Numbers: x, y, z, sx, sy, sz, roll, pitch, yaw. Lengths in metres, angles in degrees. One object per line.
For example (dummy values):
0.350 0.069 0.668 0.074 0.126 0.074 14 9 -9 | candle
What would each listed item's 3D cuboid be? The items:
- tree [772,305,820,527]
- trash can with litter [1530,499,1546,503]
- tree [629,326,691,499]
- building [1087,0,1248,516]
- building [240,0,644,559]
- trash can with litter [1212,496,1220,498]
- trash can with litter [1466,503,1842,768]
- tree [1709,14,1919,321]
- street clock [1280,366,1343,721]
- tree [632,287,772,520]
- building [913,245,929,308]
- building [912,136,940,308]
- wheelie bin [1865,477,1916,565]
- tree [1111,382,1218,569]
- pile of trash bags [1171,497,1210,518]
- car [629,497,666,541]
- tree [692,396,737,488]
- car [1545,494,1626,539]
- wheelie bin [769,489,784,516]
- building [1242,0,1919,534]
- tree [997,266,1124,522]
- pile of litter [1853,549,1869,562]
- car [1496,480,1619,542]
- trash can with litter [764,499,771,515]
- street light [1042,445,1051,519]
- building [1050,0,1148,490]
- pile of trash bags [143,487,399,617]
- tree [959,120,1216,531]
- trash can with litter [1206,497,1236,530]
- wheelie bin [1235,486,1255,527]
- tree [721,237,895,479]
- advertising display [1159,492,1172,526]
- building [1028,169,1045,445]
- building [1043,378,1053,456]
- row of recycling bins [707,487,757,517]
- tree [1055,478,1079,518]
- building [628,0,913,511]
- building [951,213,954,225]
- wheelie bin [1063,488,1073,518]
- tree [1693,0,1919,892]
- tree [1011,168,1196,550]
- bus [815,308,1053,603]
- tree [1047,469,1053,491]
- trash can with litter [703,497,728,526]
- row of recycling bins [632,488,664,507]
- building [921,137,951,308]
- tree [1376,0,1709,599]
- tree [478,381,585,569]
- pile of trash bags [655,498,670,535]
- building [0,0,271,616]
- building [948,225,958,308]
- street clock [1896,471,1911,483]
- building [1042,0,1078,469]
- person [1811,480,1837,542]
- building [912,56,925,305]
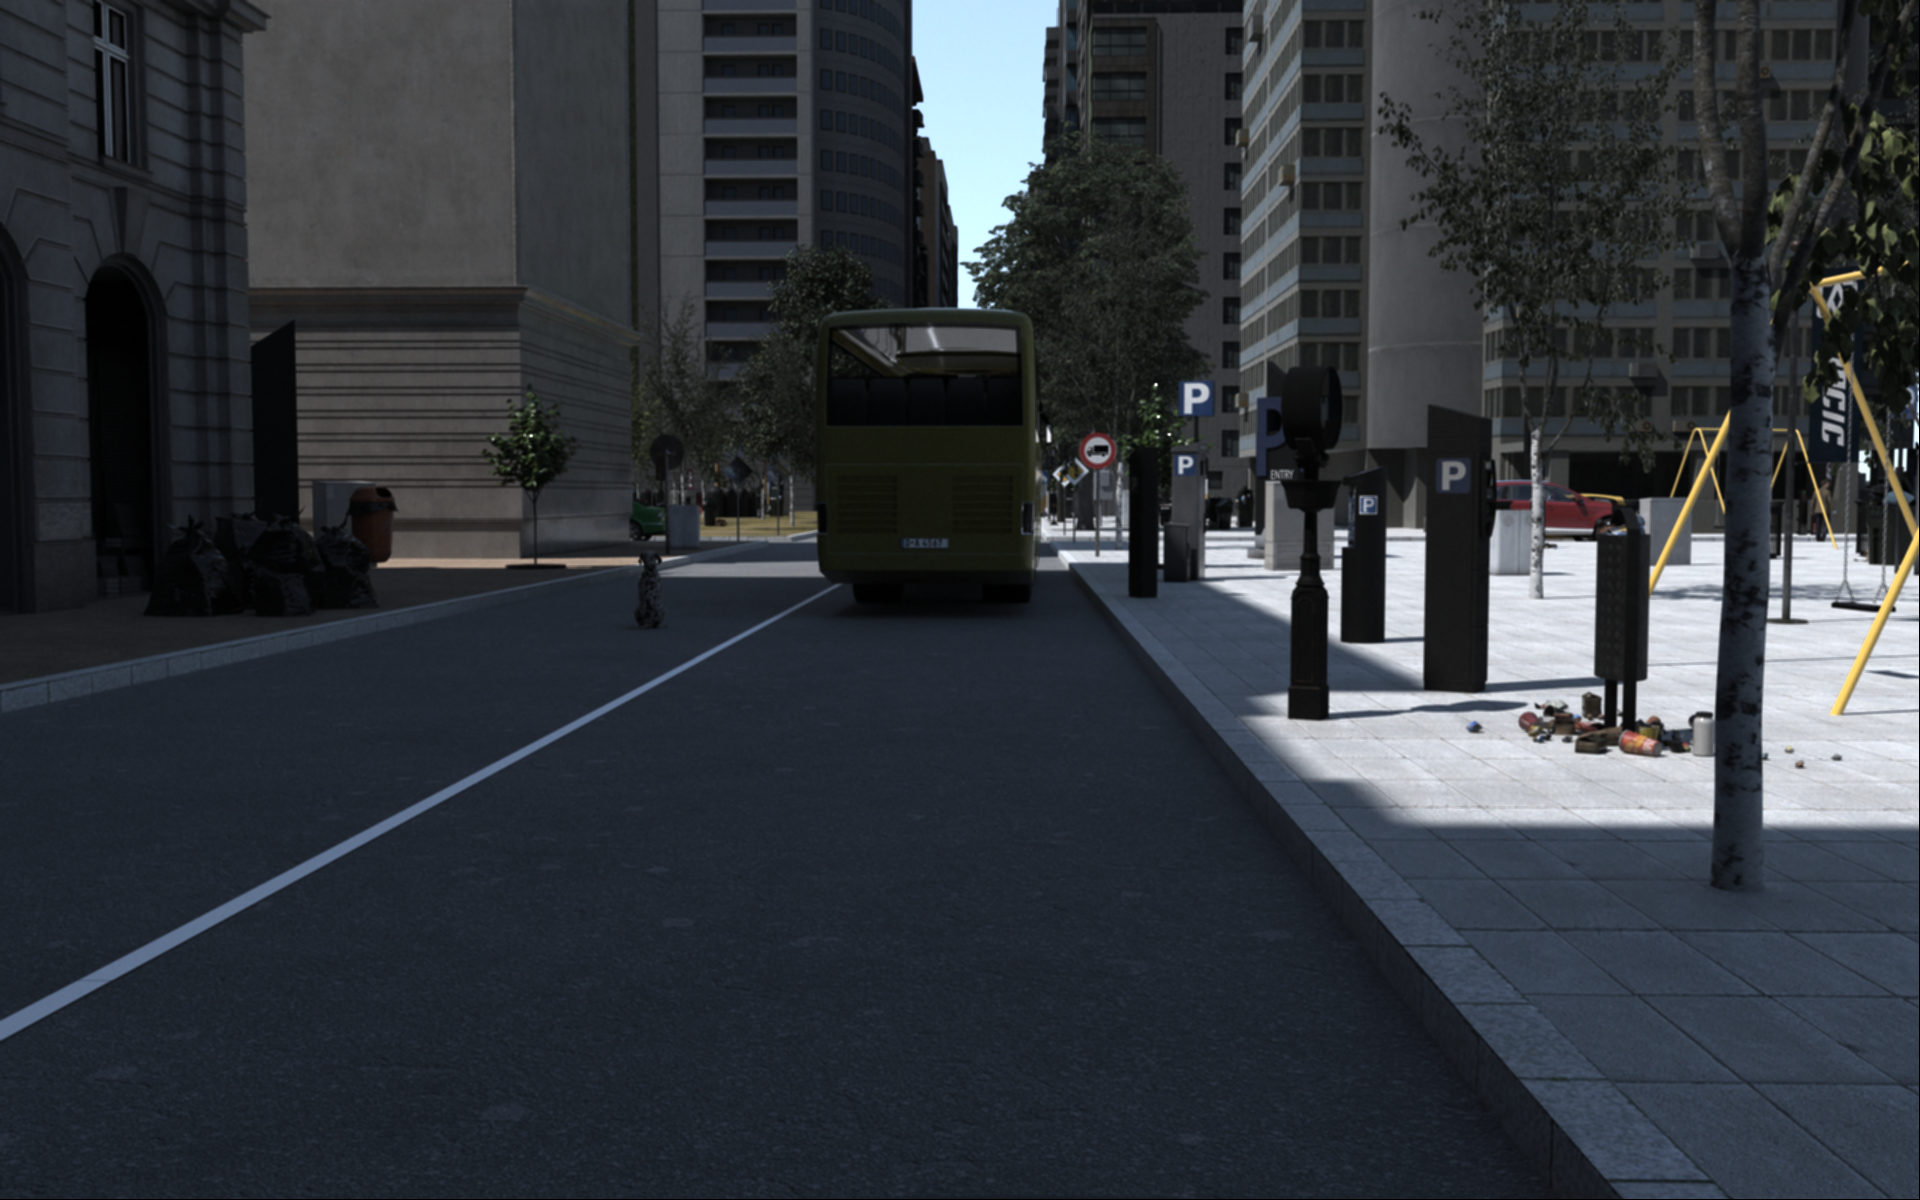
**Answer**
-6.400 -7.210 68.245 4.360 8.622 3.978 0 3 0 | tree
13.366 -1.836 41.075 2.233 1.210 1.678 -3 4 -36 | trash can with litter
-14.695 -7.601 74.638 4.737 8.622 4.395 0 3 0 | tree
14.688 -20.420 105.566 14.160 30.474 14.107 0 4 2 | building
-18.306 -12.398 38.864 21.152 22.565 11.583 0 4 2 | building
10.897 -3.967 75.919 2.233 1.210 1.678 -3 5 -45 | trash can with litter
3.574 0.110 9.256 1.678 1.210 2.233 1 4 11 | trash can with litter
12.876 -4.425 22.718 4.360 8.622 3.978 0 3 0 | tree
1.996 -0.324 9.863 0.358 2.002 0.471 2 4 27 | street clock
-9.780 -6.831 62.056 4.360 8.622 3.978 0 3 0 | tree
-10.767 -25.780 193.207 14.160 30.474 14.107 0 4 2 | building
-9.759 -34.894 220.631 14.600 45.320 14.200 0 4 2 | building
16.872 -1.435 31.366 0.693 1.594 0.980 -1 4 -15 | wheelie bin
3.369 -2.174 30.152 1.663 3.219 1.824 0 3 0 | tree
12.669 -5.089 92.960 3.447 1.369 1.912 0 4 -7 | pile of trash bags
-10.817 -2.557 50.611 4.718 1.807 1.959 0 4 1 | car
-17.891 -10.691 125.155 4.737 8.622 4.395 0 3 0 | tree
17.616 -2.454 50.342 3.980 1.641 2.015 0 4 3 | car
-10.522 -5.595 99.383 0.980 1.594 0.693 2 4 35 | wheelie bin
24.498 -23.178 70.845 23.993 40.220 32.217 0 4 2 | building
4.420 -9.346 78.558 9.928 11.665 9.643 0 3 0 | tree
17.912 -1.176 33.190 1.719 0.858 1.176 0 4 -5 | pile of litter
16.079 -2.413 48.130 5.304 1.827 2.281 0 4 0 | car
-12.035 -5.844 106.934 1.055 1.170 0.624 -2 4 -25 | trash can with litter
4.620 -7.129 89.342 0.468 5.910 1.993 0 4 2 | street light
17.712 -42.768 137.514 20.563 71.187 20.611 0 4 2 | building
-7.458 -0.605 19.642 1.912 1.369 3.447 1 4 13 | pile of trash bags
4.509 -9.427 60.794 9.857 13.997 8.962 0 3 0 | tree
9.360 -3.118 62.363 1.055 1.170 0.624 -2 4 -30 | trash can with litter
11.060 -3.623 67.152 0.693 1.594 0.980 0 4 -2 | wheelie bin
-5.909 -9.818 77.528 9.611 12.733 9.660 0 3 0 | tree
8.267 -3.951 69.820 0.974 1.923 0.123 1 4 22 | advertising display
25.206 -41.843 273.375 28.713 52.752 27.495 0 4 2 | building
17.624 -27.513 221.540 14.160 30.474 14.107 0 4 2 | building
-12.574 -5.458 96.356 1.069 1.692 3.534 3 4 39 | row of recycling bins
6.188 -6.029 93.179 1.663 3.219 1.824 0 3 0 | tree
-15.164 -36.727 142.481 21.231 58.520 28.212 0 4 2 | building
-11.878 -39.789 274.248 21.300 48.544 21.600 0 4 2 | building
5.501 -5.103 91.344 0.693 1.594 0.980 3 5 44 | wheelie bin
2.756 -3.360 5.299 4.737 8.622 4.395 0 3 0 | tree
3.527 -5.452 39.511 4.360 8.622 3.978 0 3 0 | tree
-0.076 -2.092 25.743 2.896 3.916 12.252 0 4 3 | bus
5.339 -7.082 110.398 1.663 3.219 1.824 0 3 0 | tree
-9.724 -3.521 68.962 1.055 1.170 0.624 2 4 29 | trash can with litter
-23.151 -7.214 125.062 3.534 1.692 1.069 -1 4 -21 | row of recycling bins
-12.646 -37.611 238.636 21.300 48.544 21.600 0 4 2 | building
7.025 -4.305 20.754 4.360 8.622 3.978 0 3 0 | tree
-7.513 -2.165 30.002 1.663 3.219 1.824 0 3 0 | tree
-10.567 -2.753 54.772 3.447 1.369 1.912 1 4 17 | pile of trash bags
-15.928 -10.407 11.959 13.314 21.916 24.055 0 4 2 | building
-7.476 -35.042 256.530 14.154 41.232 14.086 0 4 2 | building
29.890 -3.081 54.937 0.471 2.002 0.358 -2 4 -33 | street clock
19.013 -33.275 163.648 23.786 49.044 30.456 0 4 2 | building
24.350 -2.472 48.827 0.656 1.842 0.836 2 4 26 | person
-14.901 -31.609 171.432 22.147 44.769 28.867 0 4 2 | building
